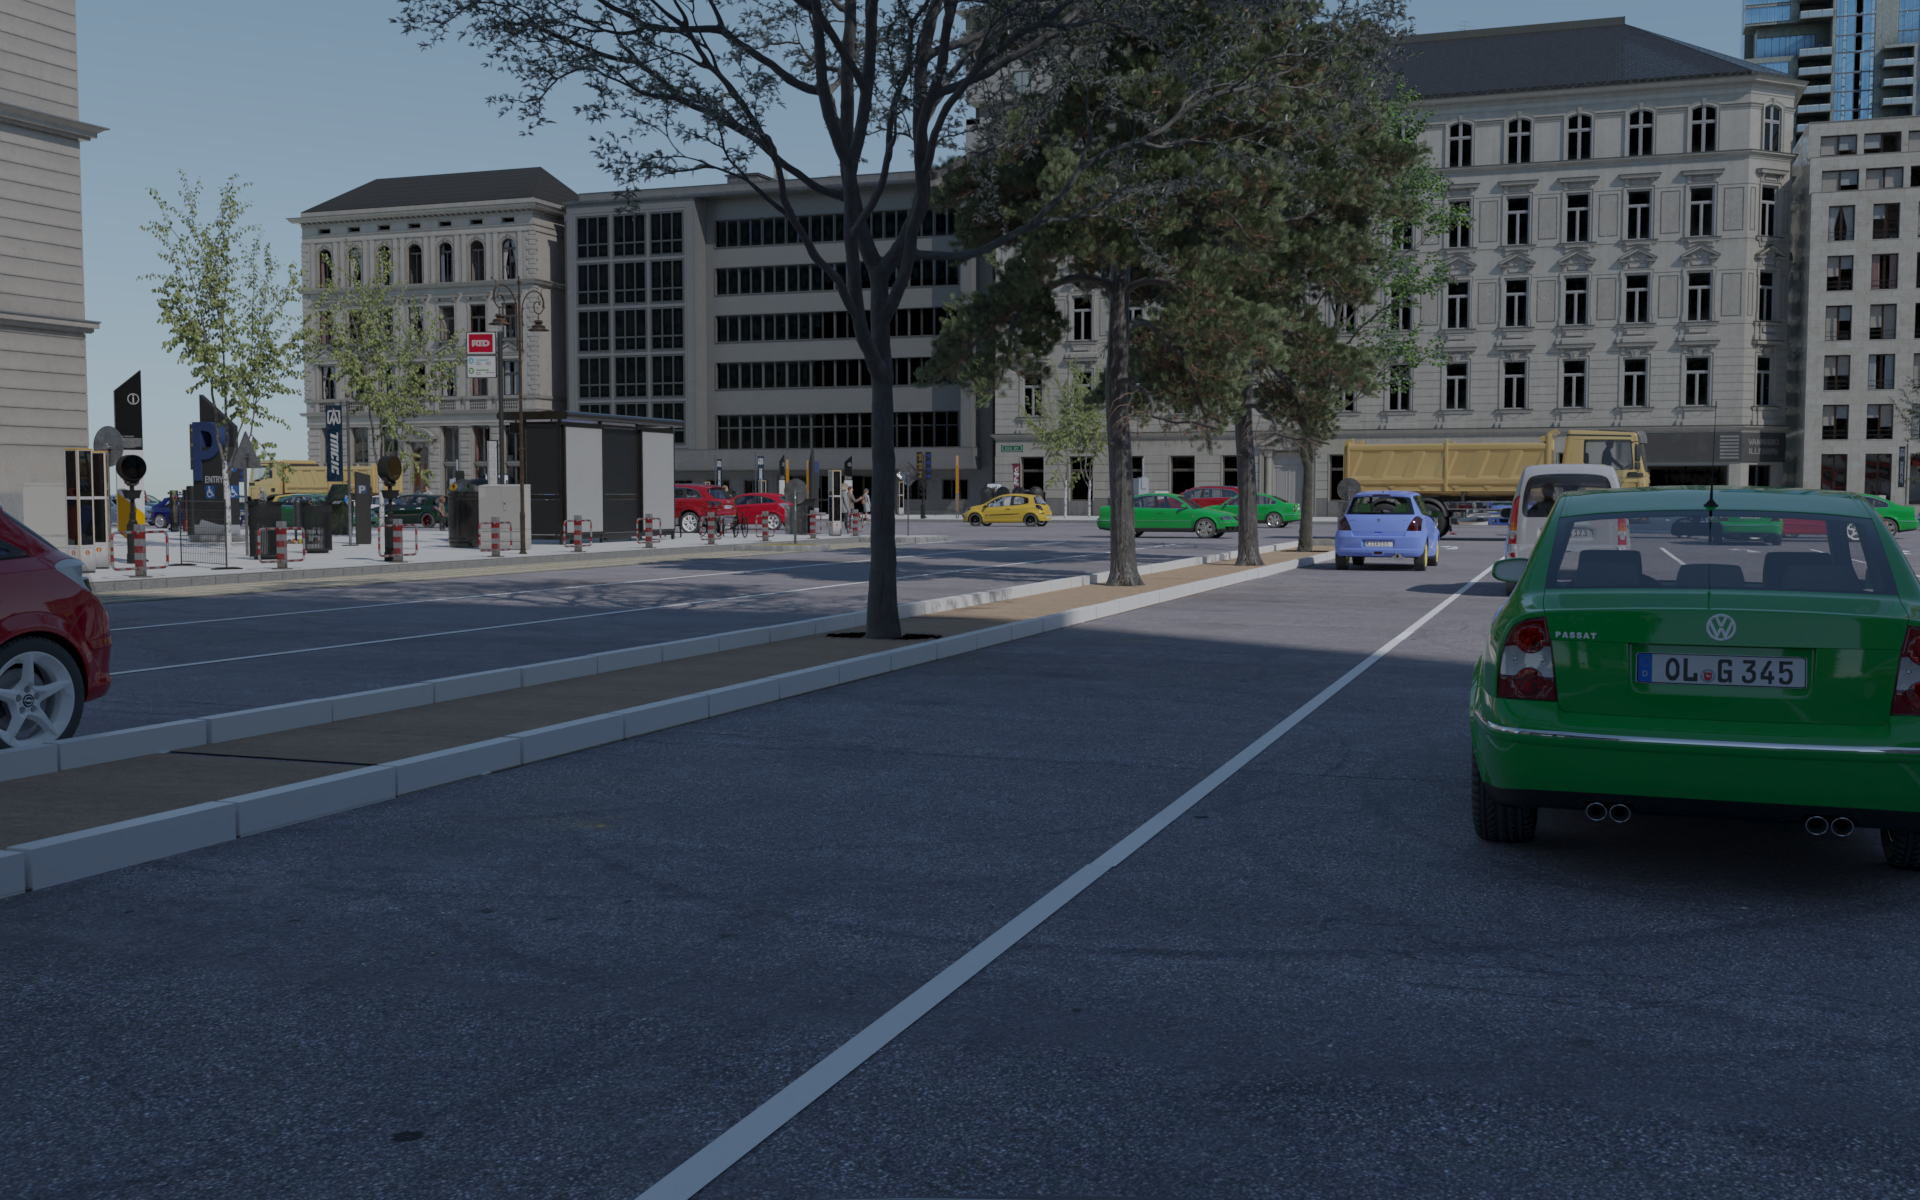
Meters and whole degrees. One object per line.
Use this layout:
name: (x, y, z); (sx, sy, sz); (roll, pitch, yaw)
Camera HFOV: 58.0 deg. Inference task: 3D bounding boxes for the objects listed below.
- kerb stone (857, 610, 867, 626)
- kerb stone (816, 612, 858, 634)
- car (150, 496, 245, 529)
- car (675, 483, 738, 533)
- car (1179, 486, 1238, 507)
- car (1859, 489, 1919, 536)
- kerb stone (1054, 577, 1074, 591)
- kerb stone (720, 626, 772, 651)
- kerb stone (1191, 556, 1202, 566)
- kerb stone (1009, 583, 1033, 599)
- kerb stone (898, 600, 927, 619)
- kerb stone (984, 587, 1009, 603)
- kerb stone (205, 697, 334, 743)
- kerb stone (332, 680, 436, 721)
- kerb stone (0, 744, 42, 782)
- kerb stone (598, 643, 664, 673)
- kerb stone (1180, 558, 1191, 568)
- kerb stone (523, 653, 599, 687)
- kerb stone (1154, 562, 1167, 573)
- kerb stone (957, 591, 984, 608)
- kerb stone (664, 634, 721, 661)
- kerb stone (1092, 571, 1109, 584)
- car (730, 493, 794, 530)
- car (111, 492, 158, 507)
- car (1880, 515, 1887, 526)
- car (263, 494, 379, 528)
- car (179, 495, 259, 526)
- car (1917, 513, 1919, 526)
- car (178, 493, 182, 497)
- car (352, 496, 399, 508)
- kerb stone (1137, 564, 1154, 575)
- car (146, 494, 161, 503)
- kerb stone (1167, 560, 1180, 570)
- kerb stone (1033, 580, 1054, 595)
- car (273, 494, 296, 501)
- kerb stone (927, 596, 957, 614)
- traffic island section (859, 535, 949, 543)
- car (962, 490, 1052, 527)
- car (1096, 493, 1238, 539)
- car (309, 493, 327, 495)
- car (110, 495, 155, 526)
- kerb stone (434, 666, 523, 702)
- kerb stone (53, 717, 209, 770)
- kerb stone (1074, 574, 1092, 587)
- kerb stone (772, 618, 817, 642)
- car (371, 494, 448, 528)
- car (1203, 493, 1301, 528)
kerb stone: (-1.004, 0.191, 19.073); (0.120, 0.150, 1.000); (1, 4, 20)
kerb stone: (-1.348, 0.250, 18.103); (0.120, 0.150, 1.000); (1, 4, 20)
car: (-31.560, -3.625, 71.851); (3.894, 1.354, 1.945); (1, 4, 21)
car: (-10.760, -3.369, 63.752); (5.304, 1.827, 2.281); (1, 4, 22)
car: (11.129, -4.351, 79.809); (5.304, 1.827, 2.281); (1, 4, 21)
car: (28.383, -2.894, 56.111); (4.718, 1.807, 1.959); (1, 4, 21)
kerb stone: (1.459, -0.224, 25.856); (0.120, 0.150, 1.000); (1, 4, 20)
kerb stone: (-2.058, 0.368, 16.171); (0.120, 0.150, 1.000); (1, 4, 20)
kerb stone: (4.619, -0.756, 34.564); (0.120, 0.150, 1.000); (1, 4, 20)
kerb stone: (0.764, -0.105, 23.917); (0.120, 0.150, 1.000); (1, 4, 20)
kerb stone: (-0.652, 0.132, 20.040); (0.120, 0.150, 1.000); (1, 4, 20)
kerb stone: (0.402, -0.043, 22.945); (0.120, 0.150, 1.000); (1, 4, 20)
kerb stone: (-4.151, 0.724, 10.365); (0.120, 0.150, 1.000); (1, 4, 20)
kerb stone: (-3.811, 0.670, 11.334); (0.120, 0.150, 1.000); (1, 4, 20)
kerb stone: (-4.857, 0.844, 8.435); (0.120, 0.150, 1.000); (1, 4, 20)
kerb stone: (-2.758, 0.487, 14.237); (0.120, 0.150, 1.000); (1, 4, 20)
kerb stone: (4.266, -0.697, 33.599); (0.120, 0.150, 1.000); (1, 4, 20)
kerb stone: (-3.103, 0.549, 13.269); (0.120, 0.150, 1.000); (1, 4, 20)
kerb stone: (3.572, -0.579, 31.665); (0.120, 0.150, 1.000); (1, 4, 20)
kerb stone: (0.055, 0.014, 21.975); (0.120, 0.150, 1.000); (1, 4, 20)
kerb stone: (-2.407, 0.430, 15.202); (0.120, 0.150, 1.000); (1, 4, 20)
kerb stone: (2.164, -0.336, 27.786); (0.120, 0.150, 1.000); (1, 4, 20)
car: (-8.505, -3.737, 70.148); (4.494, 1.783, 2.155); (1, 4, 20)
car: (-45.126, -5.180, 94.475); (4.222, 1.686, 2.009); (1, 4, 20)
car: (25.716, -2.671, 52.711); (4.494, 1.783, 2.155); (1, 4, 20)
car: (-24.549, -3.338, 66.367); (4.920, 1.459, 2.131); (1, 4, 21)
car: (-33.324, -4.140, 77.469); (4.222, 1.686, 2.009); (1, 4, 20)
car: (39.784, -3.585, 68.202); (3.694, 1.707, 1.945); (1, 4, 19)
car: (-37.016, -4.588, 84.613); (1.945, 1.707, 3.694); (1, 4, 19)
car: (-28.406, -4.537, 86.541); (4.827, 1.381, 2.083); (1, 4, 21)
kerb stone: (3.209, -0.520, 30.696); (0.120, 0.150, 1.000); (1, 4, 20)
car: (-46.006, -5.396, 97.014); (4.718, 1.807, 1.959); (1, 4, 20)
kerb stone: (3.922, -0.632, 32.631); (0.120, 0.150, 1.000); (1, 4, 20)
kerb stone: (1.112, -0.163, 24.883); (0.120, 0.150, 1.000); (1, 4, 20)
car: (-29.670, -4.205, 78.971); (3.980, 1.641, 2.015); (1, 4, 21)
kerb stone: (-0.296, 0.073, 21.008); (0.120, 0.150, 1.000); (1, 4, 20)
traffic island section: (-1.595, -1.855, 52.607); (2.009, 0.180, 2.903); (1, 4, 20)
car: (2.058, -4.079, 76.916); (3.980, 1.641, 2.015); (1, 4, 21)
car: (6.856, -2.932, 56.735); (4.718, 1.807, 1.959); (1, 4, 21)
car: (-33.037, -4.849, 88.079); (4.718, 1.807, 1.959); (1, 4, 21)
car: (-38.363, -4.074, 78.614); (4.499, 1.417, 2.014); (1, 4, 19)
kerb stone: (-3.463, 0.606, 12.302); (0.120, 0.150, 1.000); (1, 4, 20)
kerb stone: (-4.515, 0.784, 9.404); (0.120, 0.150, 1.000); (1, 4, 20)
kerb stone: (1.815, -0.279, 26.820); (0.120, 0.150, 1.000); (1, 4, 20)
kerb stone: (-1.702, 0.313, 17.139); (0.120, 0.150, 1.000); (1, 4, 20)
car: (-23.426, -3.930, 74.050); (4.222, 1.686, 2.009); (1, 4, 20)
car: (12.230, -3.986, 73.963); (4.718, 1.807, 1.959); (1, 4, 21)
